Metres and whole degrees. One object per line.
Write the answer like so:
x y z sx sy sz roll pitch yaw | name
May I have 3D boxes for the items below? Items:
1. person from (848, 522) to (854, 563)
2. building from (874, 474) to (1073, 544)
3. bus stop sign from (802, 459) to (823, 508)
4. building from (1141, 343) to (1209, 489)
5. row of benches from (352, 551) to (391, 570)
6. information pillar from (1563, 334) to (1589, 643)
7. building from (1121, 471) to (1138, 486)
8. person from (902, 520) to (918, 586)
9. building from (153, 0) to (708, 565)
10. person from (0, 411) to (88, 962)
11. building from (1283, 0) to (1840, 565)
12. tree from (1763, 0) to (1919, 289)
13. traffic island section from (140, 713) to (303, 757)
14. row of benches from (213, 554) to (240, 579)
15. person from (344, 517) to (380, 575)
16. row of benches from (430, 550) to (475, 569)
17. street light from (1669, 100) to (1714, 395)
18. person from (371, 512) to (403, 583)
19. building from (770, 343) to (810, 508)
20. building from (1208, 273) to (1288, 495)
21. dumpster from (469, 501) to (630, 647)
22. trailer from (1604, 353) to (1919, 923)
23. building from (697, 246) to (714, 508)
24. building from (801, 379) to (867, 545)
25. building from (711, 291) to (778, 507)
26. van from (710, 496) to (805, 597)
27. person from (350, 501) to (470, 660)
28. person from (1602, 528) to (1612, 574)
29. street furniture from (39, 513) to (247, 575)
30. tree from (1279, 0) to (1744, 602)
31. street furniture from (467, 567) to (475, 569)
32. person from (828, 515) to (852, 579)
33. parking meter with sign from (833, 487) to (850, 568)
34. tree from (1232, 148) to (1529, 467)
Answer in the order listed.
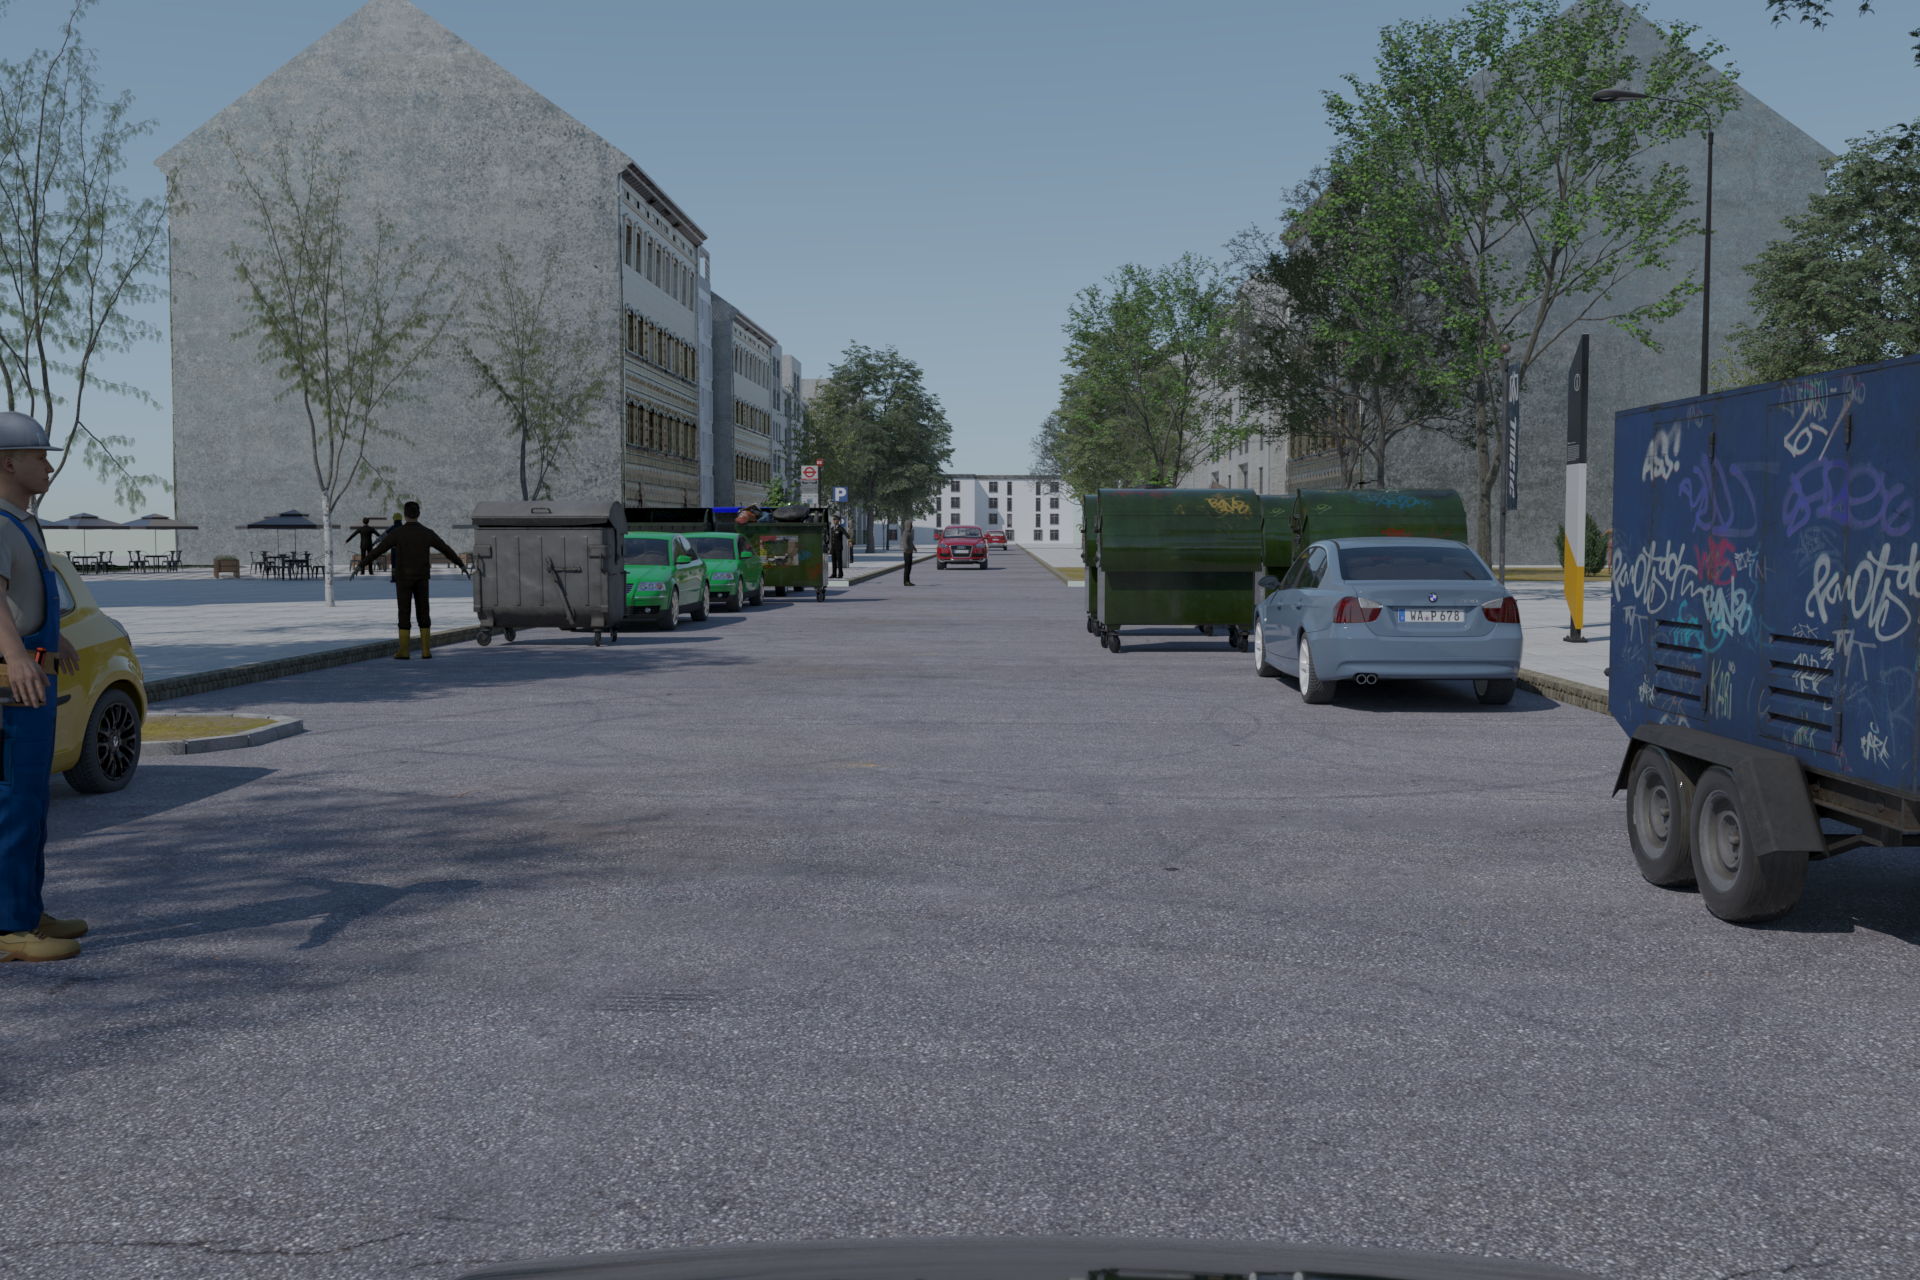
-4.826 -4.276 76.049 0.705 1.813 1.348 -1 4 -10 | person
1.919 -18.196 242.101 28.070 9.664 9.099 0 4 -2 | building
-5.205 -4.462 61.654 0.855 3.939 0.416 0 4 3 | bus stop sign
27.281 -18.509 169.077 16.747 18.905 31.486 0 4 1 | building
-21.040 -2.934 63.425 1.422 0.672 4.104 0 4 6 | row of benches
7.310 -1.785 20.541 0.183 3.616 0.504 0 4 2 | information pillar
28.520 -22.654 201.317 19.493 23.208 18.063 0 4 1 | building
-1.400 -2.396 47.767 0.705 1.813 1.348 1 4 9 | person
-22.737 -15.190 79.281 19.493 23.208 18.063 0 4 1 | building
-3.192 0.146 5.923 0.705 1.847 1.347 -1 4 -23 | person
25.791 -15.178 79.082 19.493 23.208 18.063 0 4 1 | building
10.067 -4.766 12.332 8.767 10.594 7.601 0 4 -3 | tree
-5.754 0.660 12.068 1.991 0.108 1.994 0 4 1 | traffic island section
-21.855 -2.209 51.577 1.422 0.672 4.104 -2 4 -24 | row of benches
-18.609 -2.943 54.300 1.347 1.806 0.705 -1 4 -17 | person
-18.381 -3.089 65.961 4.104 0.672 1.422 -3 5 -41 | row of benches
8.374 -2.792 18.198 1.470 5.913 1.316 0 4 1 | street light
-14.839 -2.444 45.733 1.351 1.858 0.704 -2 4 -28 | person
-24.962 -18.639 171.211 16.747 18.905 31.486 0 4 1 | building
28.378 -15.858 125.733 16.747 18.905 31.486 0 4 1 | building
-5.311 -0.873 22.493 1.865 1.857 1.264 0 4 1 | dumpster
3.522 -0.021 7.395 1.471 1.999 3.904 0 4 1 | trailer
-21.776 -15.083 103.022 16.016 20.090 11.380 0 4 1 | building
-20.464 -21.212 213.278 16.747 18.905 31.486 0 4 1 | building
-24.297 -18.092 126.726 19.493 23.208 18.063 0 4 2 | building
-4.857 -2.263 41.385 2.240 2.365 5.245 0 4 1 | van
-6.278 -0.689 19.852 1.346 1.812 0.704 -2 4 -29 | person
20.893 -2.964 55.261 1.217 1.733 0.721 3 4 39 | person
-32.191 -2.914 52.666 14.083 1.986 27.439 0 4 -3 | street furniture
10.084 -6.529 32.506 9.928 11.665 9.643 0 3 0 | tree
-12.524 -3.041 56.576 9.812 1.723 11.010 1 4 15 | street furniture
-3.577 -2.695 50.004 1.347 1.837 0.705 3 4 38 | person
-4.411 -4.200 64.938 0.543 3.016 1.738 0 4 1 | parking meter with sign
10.146 -6.601 42.334 7.601 10.594 8.767 1 4 13 | tree
